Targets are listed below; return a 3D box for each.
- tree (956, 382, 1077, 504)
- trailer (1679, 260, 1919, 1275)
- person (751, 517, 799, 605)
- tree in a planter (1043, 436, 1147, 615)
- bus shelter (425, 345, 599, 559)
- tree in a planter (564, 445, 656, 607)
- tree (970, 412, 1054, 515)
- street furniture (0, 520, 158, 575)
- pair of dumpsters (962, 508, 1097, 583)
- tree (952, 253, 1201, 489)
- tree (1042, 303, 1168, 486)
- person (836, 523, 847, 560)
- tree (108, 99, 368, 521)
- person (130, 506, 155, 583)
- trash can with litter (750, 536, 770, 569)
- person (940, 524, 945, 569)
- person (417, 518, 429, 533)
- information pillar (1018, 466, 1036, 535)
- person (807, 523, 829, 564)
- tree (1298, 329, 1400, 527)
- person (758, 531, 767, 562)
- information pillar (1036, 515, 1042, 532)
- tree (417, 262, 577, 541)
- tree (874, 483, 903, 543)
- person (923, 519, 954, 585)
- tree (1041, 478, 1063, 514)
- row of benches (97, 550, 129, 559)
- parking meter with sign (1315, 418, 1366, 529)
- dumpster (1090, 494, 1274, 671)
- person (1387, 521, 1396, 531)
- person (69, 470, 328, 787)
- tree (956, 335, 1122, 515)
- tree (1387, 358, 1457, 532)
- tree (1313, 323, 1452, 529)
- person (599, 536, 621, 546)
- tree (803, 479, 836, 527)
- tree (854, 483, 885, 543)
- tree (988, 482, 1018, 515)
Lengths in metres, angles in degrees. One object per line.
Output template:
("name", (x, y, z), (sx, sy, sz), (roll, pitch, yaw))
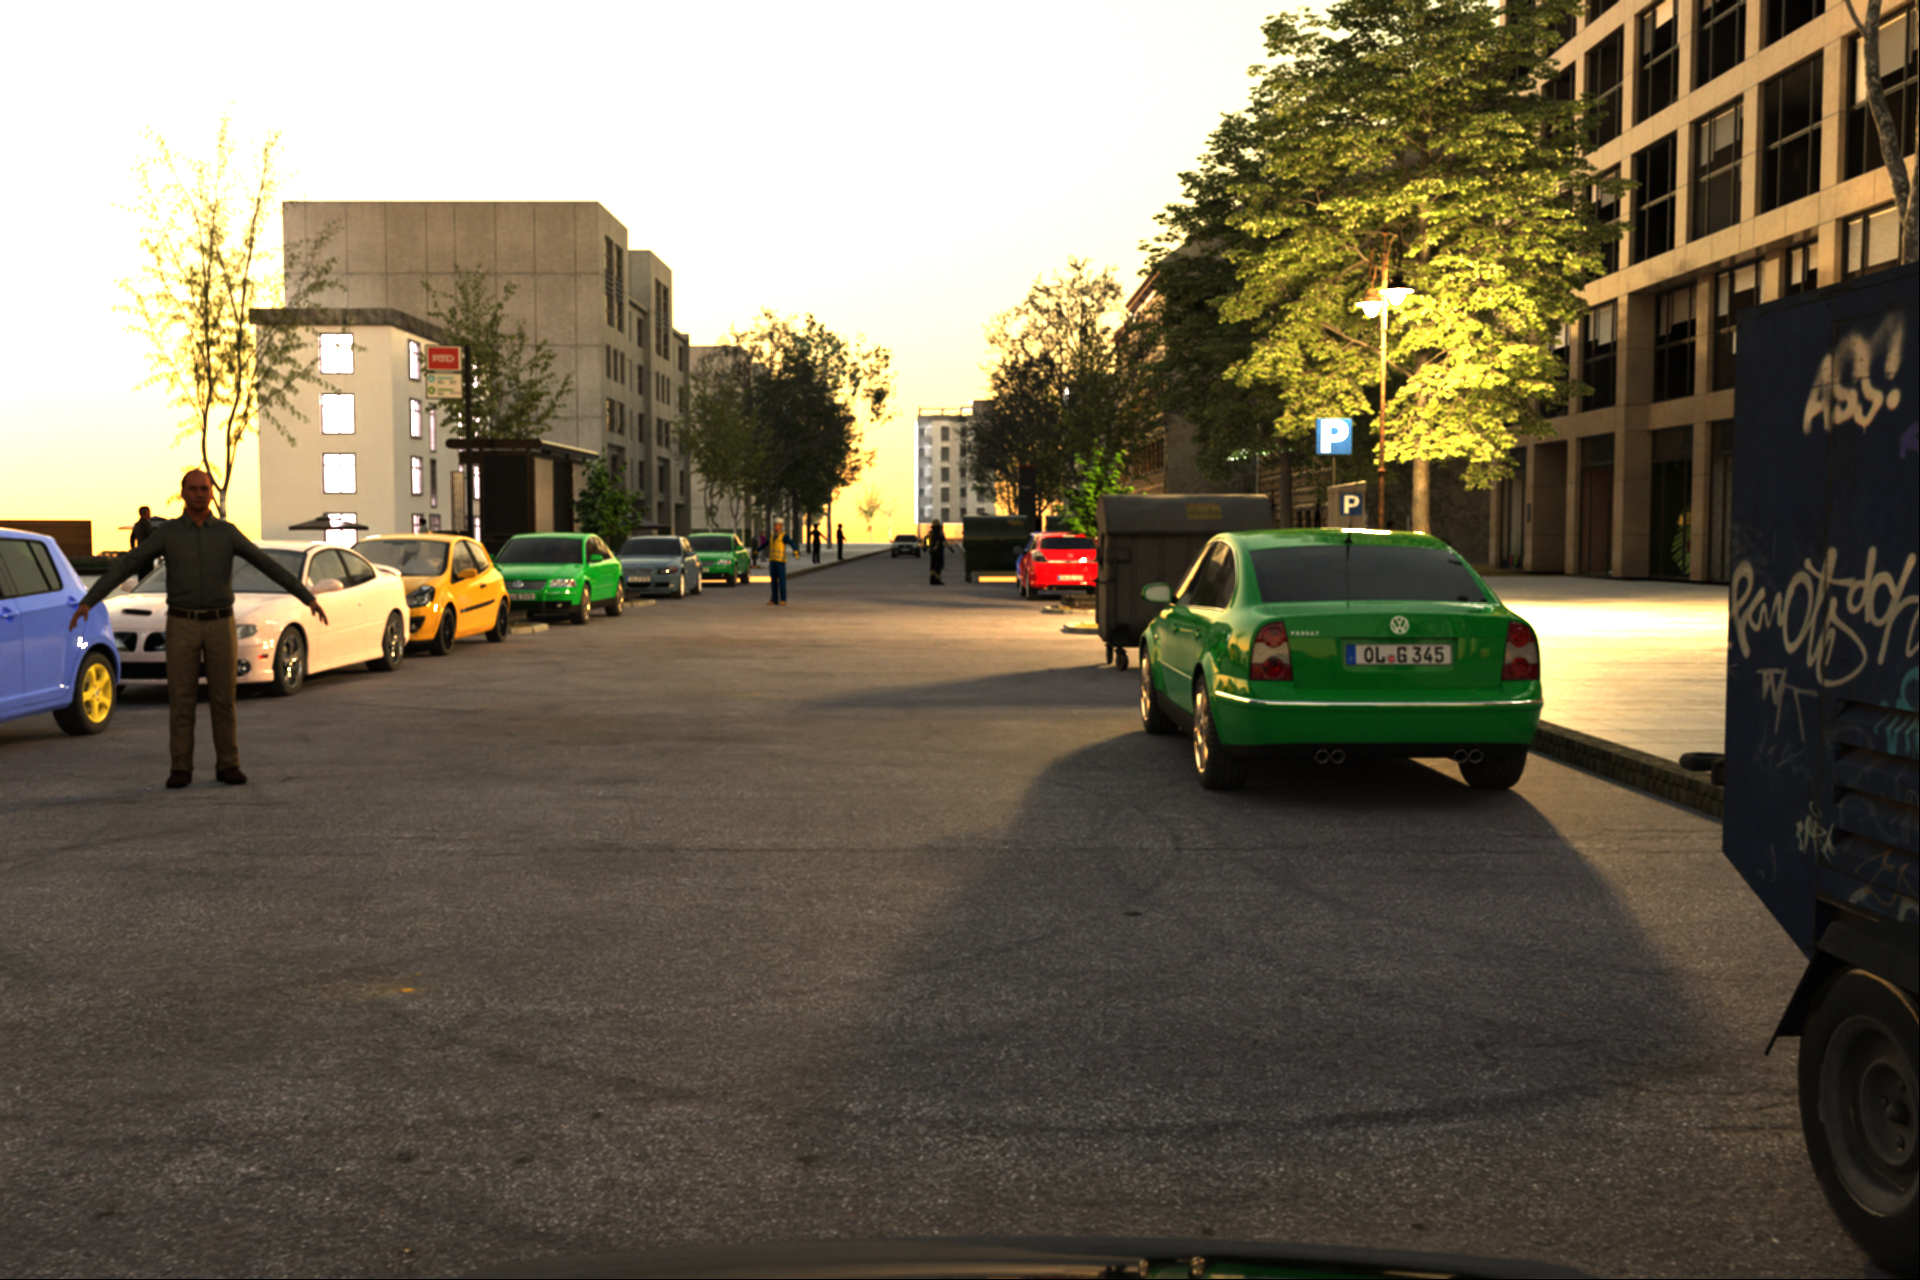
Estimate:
("tree", (4.667, -13.673, 133.918), (12.009, 13.543, 11.850), (0, 3, 0))
("trailer", (2.474, 0.201, 3.756), (1.471, 1.999, 3.904), (0, 4, -1))
("person", (-3.731, -1.597, 35.026), (1.216, 1.772, 0.721), (2, 4, 34))
("tree in a planter", (2.533, -2.105, 31.646), (1.991, 3.239, 1.994), (0, 4, -1))
("bus shelter", (-10.232, -3.783, 39.477), (2.179, 5.291, 8.768), (0, 3, 0))
("tree in a planter", (-7.221, -2.305, 34.910), (1.991, 3.239, 1.994), (0, 3, 0))
("tree", (4.484, -13.481, 146.172), (9.928, 11.665, 9.643), (0, 3, 0))
("street furniture", (-29.233, -2.937, 54.880), (11.010, 1.723, 9.812), (-3, 5, -44))
("pair of dumpsters", (2.266, -2.850, 51.542), (4.436, 2.255, 1.574), (0, 4, -1))
("tree", (5.279, -10.079, 75.155), (12.009, 13.543, 11.850), (0, 3, 0))
("tree", (4.672, -6.392, 54.873), (4.737, 8.622, 4.395), (0, 3, 0))
("person", (-5.924, -4.883, 86.021), (0.705, 1.806, 1.347), (-1, 4, -21))
("tree", (-12.995, -4.863, 29.877), (4.360, 8.622, 3.978), (0, 3, 0))
("person", (-15.100, -1.590, 32.172), (1.348, 1.807, 0.705), (3, 4, 37))
("trash can with litter", (-7.522, -3.279, 64.670), (1.678, 1.210, 2.233), (0, 4, -1))
("person", (-0.806, -3.816, 70.708), (0.705, 1.847, 1.347), (1, 4, 15))
("person", (-17.954, -3.158, 57.818), (0.705, 1.806, 1.347), (1, 4, 11))
("information pillar", (2.539, -4.666, 65.663), (0.750, 3.857, 0.750), (0, 4, -2))
("person", (-6.171, -4.178, 75.029), (1.216, 1.740, 0.721), (3, 4, 38))
("tree", (13.479, -6.806, 61.634), (4.360, 8.622, 3.978), (0, 3, 0))
("person", (-9.036, -4.322, 79.926), (0.599, 1.433, 0.991), (2, 4, 31))
("information pillar", (3.045, -3.845, 67.350), (0.304, 2.012, 0.304), (0, 4, 0))
("tree", (-12.719, -5.910, 46.984), (4.737, 8.622, 4.395), (0, 3, 0))
("tree", (-9.804, -18.265, 248.986), (4.360, 8.622, 3.978), (0, 3, 0))
("person", (-0.657, -2.483, 48.841), (0.705, 1.856, 1.354), (-3, 4, -38))
("tree", (15.506, -20.546, 246.298), (12.009, 13.543, 11.850), (0, 3, 0))
("row of benches", (-32.148, -3.090, 65.987), (1.422, 0.672, 4.104), (-3, 4, -36))
("parking meter with sign", (5.629, -1.780, 25.363), (0.543, 3.016, 1.738), (0, 3, 0))
("dumpster", (2.379, -0.637, 18.632), (1.865, 1.857, 1.264), (0, 4, -2))
("person", (18.065, -4.058, 72.492), (1.345, 1.843, 0.704), (-2, 4, -25))
("person", (-4.337, -0.072, 9.902), (1.348, 1.796, 0.705), (-2, 4, -28))
("tree", (5.009, -11.971, 106.093), (12.009, 13.543, 11.850), (0, 3, 0))
("tree", (17.893, -7.247, 68.859), (4.360, 8.622, 3.978), (0, 3, 0))
("tree", (12.414, -6.309, 53.519), (4.360, 8.622, 3.978), (0, 3, 0))
("person", (-11.214, -2.961, 54.537), (0.705, 1.813, 1.348), (2, 4, 29))
("tree", (-22.519, -20.598, 243.434), (9.857, 13.997, 8.962), (0, 3, 0))
("tree", (-12.770, -17.977, 244.292), (4.737, 8.622, 4.395), (0, 3, 0))
("tree", (4.462, -12.569, 155.860), (4.360, 8.622, 3.978), (0, 3, 0))
